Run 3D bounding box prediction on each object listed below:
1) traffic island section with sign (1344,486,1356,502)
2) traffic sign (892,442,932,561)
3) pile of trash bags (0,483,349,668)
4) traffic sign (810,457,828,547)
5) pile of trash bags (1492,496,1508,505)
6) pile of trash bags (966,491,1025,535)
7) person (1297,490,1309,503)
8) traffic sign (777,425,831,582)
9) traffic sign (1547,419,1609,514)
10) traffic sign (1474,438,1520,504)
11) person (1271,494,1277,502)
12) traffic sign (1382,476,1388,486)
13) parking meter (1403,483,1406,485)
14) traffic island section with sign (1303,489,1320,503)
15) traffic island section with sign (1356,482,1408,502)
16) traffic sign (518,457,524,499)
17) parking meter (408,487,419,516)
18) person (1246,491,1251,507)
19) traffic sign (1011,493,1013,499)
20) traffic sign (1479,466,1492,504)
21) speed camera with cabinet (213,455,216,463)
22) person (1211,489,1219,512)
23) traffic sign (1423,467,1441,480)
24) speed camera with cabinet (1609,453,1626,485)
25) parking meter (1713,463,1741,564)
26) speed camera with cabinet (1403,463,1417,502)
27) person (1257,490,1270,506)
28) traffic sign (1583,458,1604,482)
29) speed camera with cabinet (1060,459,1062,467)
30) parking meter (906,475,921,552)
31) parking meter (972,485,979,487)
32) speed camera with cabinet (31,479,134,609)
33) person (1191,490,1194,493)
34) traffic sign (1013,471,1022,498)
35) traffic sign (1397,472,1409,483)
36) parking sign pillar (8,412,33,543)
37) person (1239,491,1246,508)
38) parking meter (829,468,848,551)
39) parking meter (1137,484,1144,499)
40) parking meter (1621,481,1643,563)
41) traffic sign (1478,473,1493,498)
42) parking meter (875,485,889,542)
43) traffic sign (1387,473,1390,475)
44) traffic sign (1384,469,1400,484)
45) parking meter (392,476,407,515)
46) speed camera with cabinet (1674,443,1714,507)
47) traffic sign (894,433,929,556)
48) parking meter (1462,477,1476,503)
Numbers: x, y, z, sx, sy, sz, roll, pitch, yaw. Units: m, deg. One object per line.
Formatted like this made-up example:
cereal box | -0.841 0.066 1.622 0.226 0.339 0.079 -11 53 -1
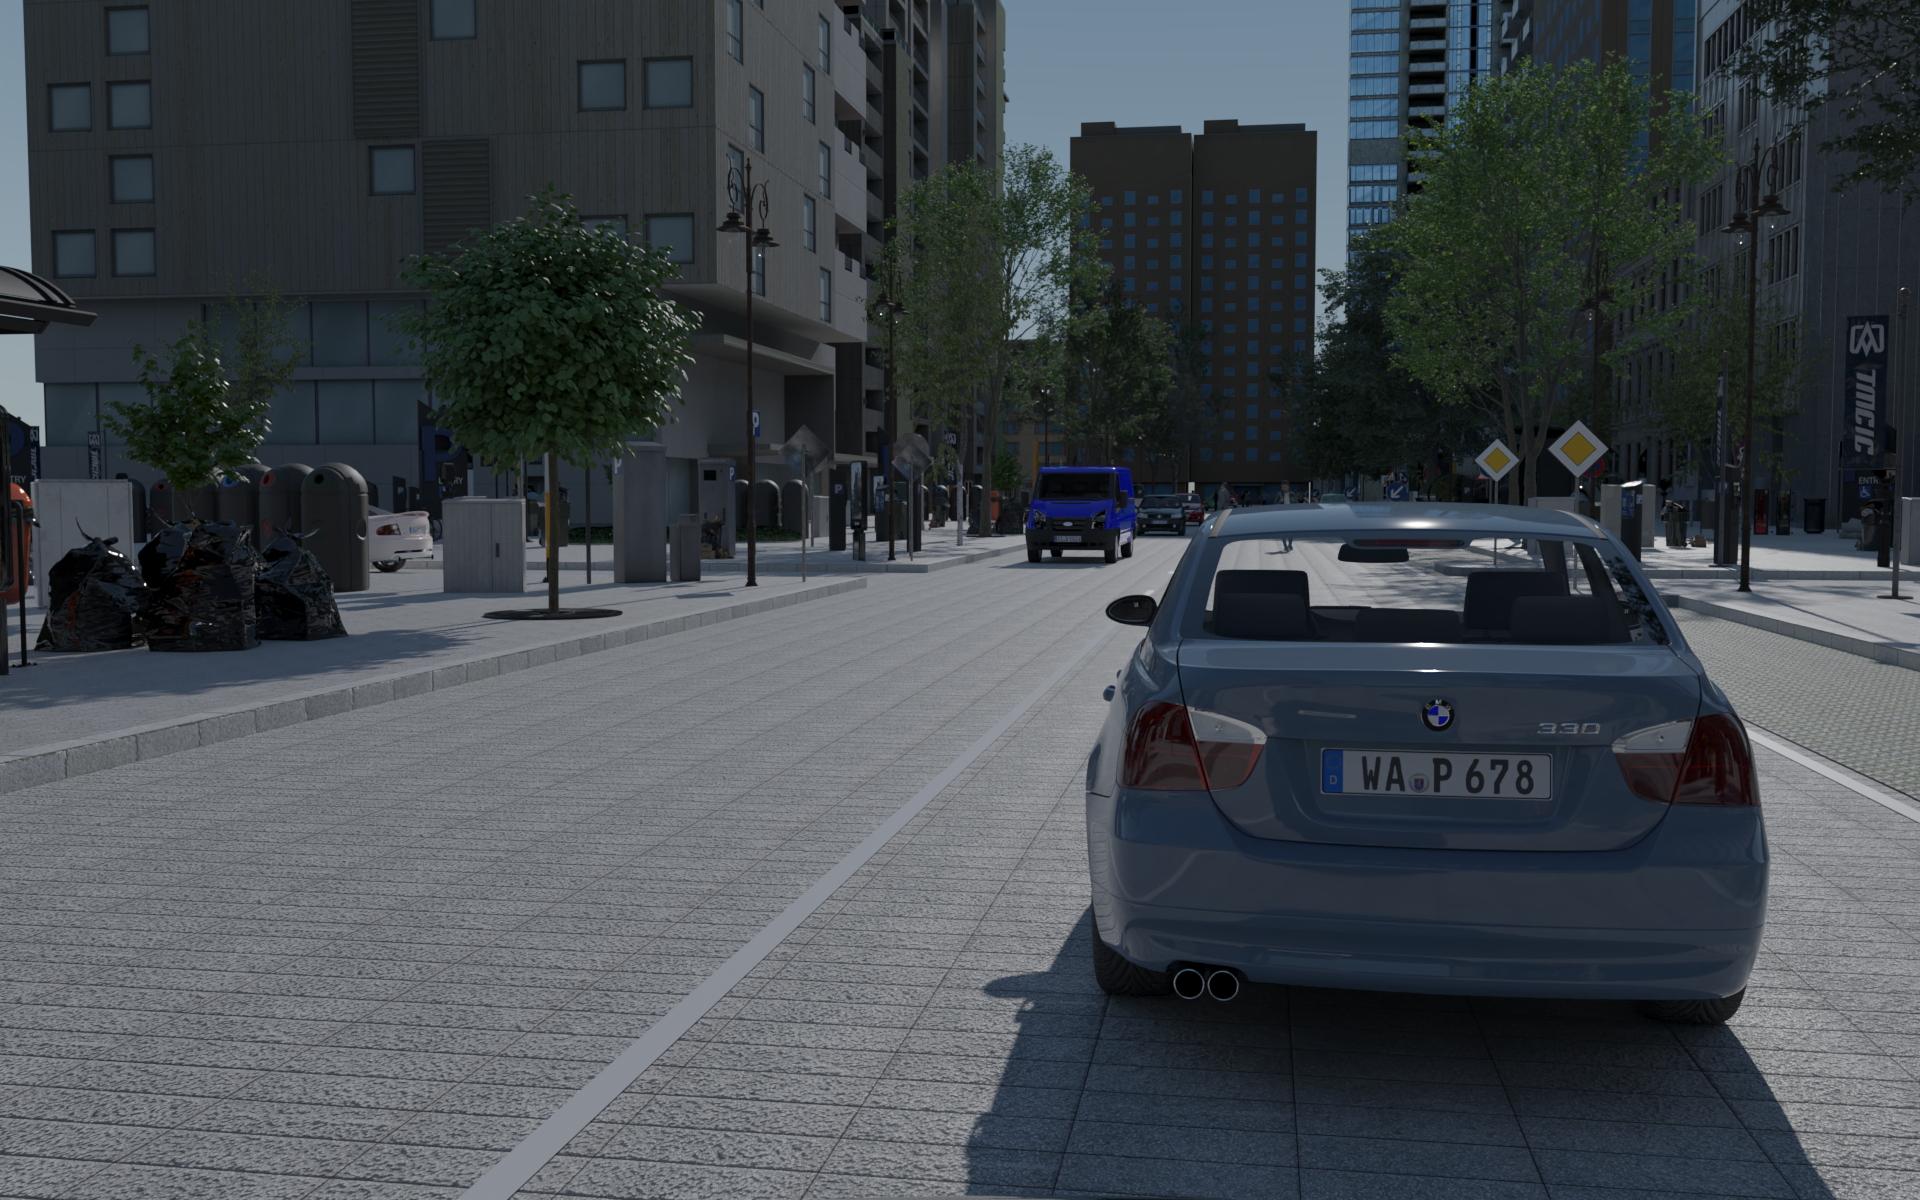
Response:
traffic island section with sign | 18.537 -4.537 82.810 1.989 1.847 2.006 1 4 10
traffic sign | -0.921 -1.800 33.065 0.795 2.450 0.064 1 4 10
pile of trash bags | -6.778 -0.276 14.263 1.912 1.369 3.447 1 4 17
traffic sign | -3.606 -2.576 42.217 0.768 2.556 0.104 1 4 14
pile of trash bags | 21.762 -3.606 68.711 3.447 1.369 1.912 0 4 -6
pile of trash bags | 1.112 -2.784 55.275 1.912 1.369 3.447 0 4 2
person | 30.580 -8.961 155.023 1.348 1.823 0.705 2 4 29
traffic sign | -2.271 -1.318 25.194 0.795 2.450 0.064 1 4 10
traffic sign | 8.316 -1.206 23.364 0.795 2.450 0.064 1 4 10
traffic sign | 9.666 -1.688 31.235 0.795 2.450 0.064 1 4 10
person | 27.593 -8.515 150.983 1.065 1.426 0.557 0 4 -3
traffic sign | 23.388 -5.675 94.923 0.606 2.300 0.079 1 4 14
parking meter | 23.580 -5.313 92.579 0.255 1.863 0.399 -3 4 -36
traffic island section with sign | 27.060 -7.578 132.524 1.989 1.847 2.006 1 4 10
traffic island section with sign | 13.949 -2.897 55.993 1.989 1.847 2.006 1 4 10
traffic sign | -6.487 -1.557 25.570 0.768 2.556 0.104 1 4 15
parking meter | -18.366 -3.052 58.306 0.372 1.533 0.369 0 3 0
person | 25.433 -8.785 152.861 0.721 1.735 1.217 2 4 28
traffic sign | 2.516 -5.117 83.767 0.768 2.556 0.104 1 4 10
traffic sign | 16.949 -3.377 55.316 0.768 2.556 0.104 1 4 18
speed camera with cabinet | -24.070 -3.879 57.759 2.038 3.252 0.660 0 4 -1
person | 20.303 -7.899 137.670 0.705 1.821 1.348 -1 4 -15
traffic sign | 21.155 -4.744 77.674 0.768 2.556 0.104 1 4 14
speed camera with cabinet | 30.603 -5.371 82.150 2.038 3.252 0.660 -2 4 -24
parking meter | 14.049 -1.590 31.706 0.255 1.863 0.399 -2 4 -32
speed camera with cabinet | 26.408 -6.586 102.012 2.038 3.252 0.660 -3 5 -40
person | 27.644 -9.105 157.359 1.348 1.826 0.705 3 5 42
traffic sign | 19.868 -3.333 54.598 0.768 2.556 0.104 1 4 13
speed camera with cabinet | 5.612 -6.436 99.571 0.660 3.252 2.038 0 4 3
parking meter | -1.022 -2.003 38.459 0.255 1.863 0.399 1 4 15
parking meter | 0.970 -6.188 106.890 0.399 1.863 0.255 2 4 29
speed camera with cabinet | -10.416 -1.530 19.351 2.038 3.252 0.660 -2 4 -32
person | 18.201 -7.677 134.708 0.721 1.739 1.217 1 4 18
traffic sign | 2.565 -5.035 82.430 0.768 2.556 0.104 1 4 19
traffic sign | 24.954 -5.980 97.877 0.768 2.556 0.104 1 4 17
parking sign pillar | -25.132 -3.489 45.514 1.447 3.967 1.447 -2 4 -29
person | 24.128 -8.485 148.050 0.721 1.723 1.217 -1 4 -16
parking meter | -2.755 -2.045 39.146 0.399 1.863 0.255 -1 4 -15
parking meter | 10.505 -5.819 100.845 0.399 1.863 0.255 1 4 10
parking meter | 12.606 -1.474 32.513 0.372 1.533 0.369 0 3 0
traffic sign | 19.954 -4.010 65.567 0.884 2.594 0.081 1 4 13
parking meter | -2.087 -2.338 46.636 0.372 1.533 0.369 0 3 0
traffic sign | 26.136 -6.412 104.948 0.768 2.556 0.104 1 4 15
traffic sign | 22.862 -5.604 91.623 0.884 2.594 0.081 1 4 13
parking meter | -17.954 -3.047 55.534 0.399 1.863 0.255 -2 4 -35
speed camera with cabinet | 28.365 -4.386 66.044 2.038 3.252 0.660 0 4 -2
traffic sign | -1.020 -2.191 35.922 0.768 2.556 0.104 1 4 11
parking meter | 17.107 -3.215 58.269 0.399 1.863 0.255 3 4 36
